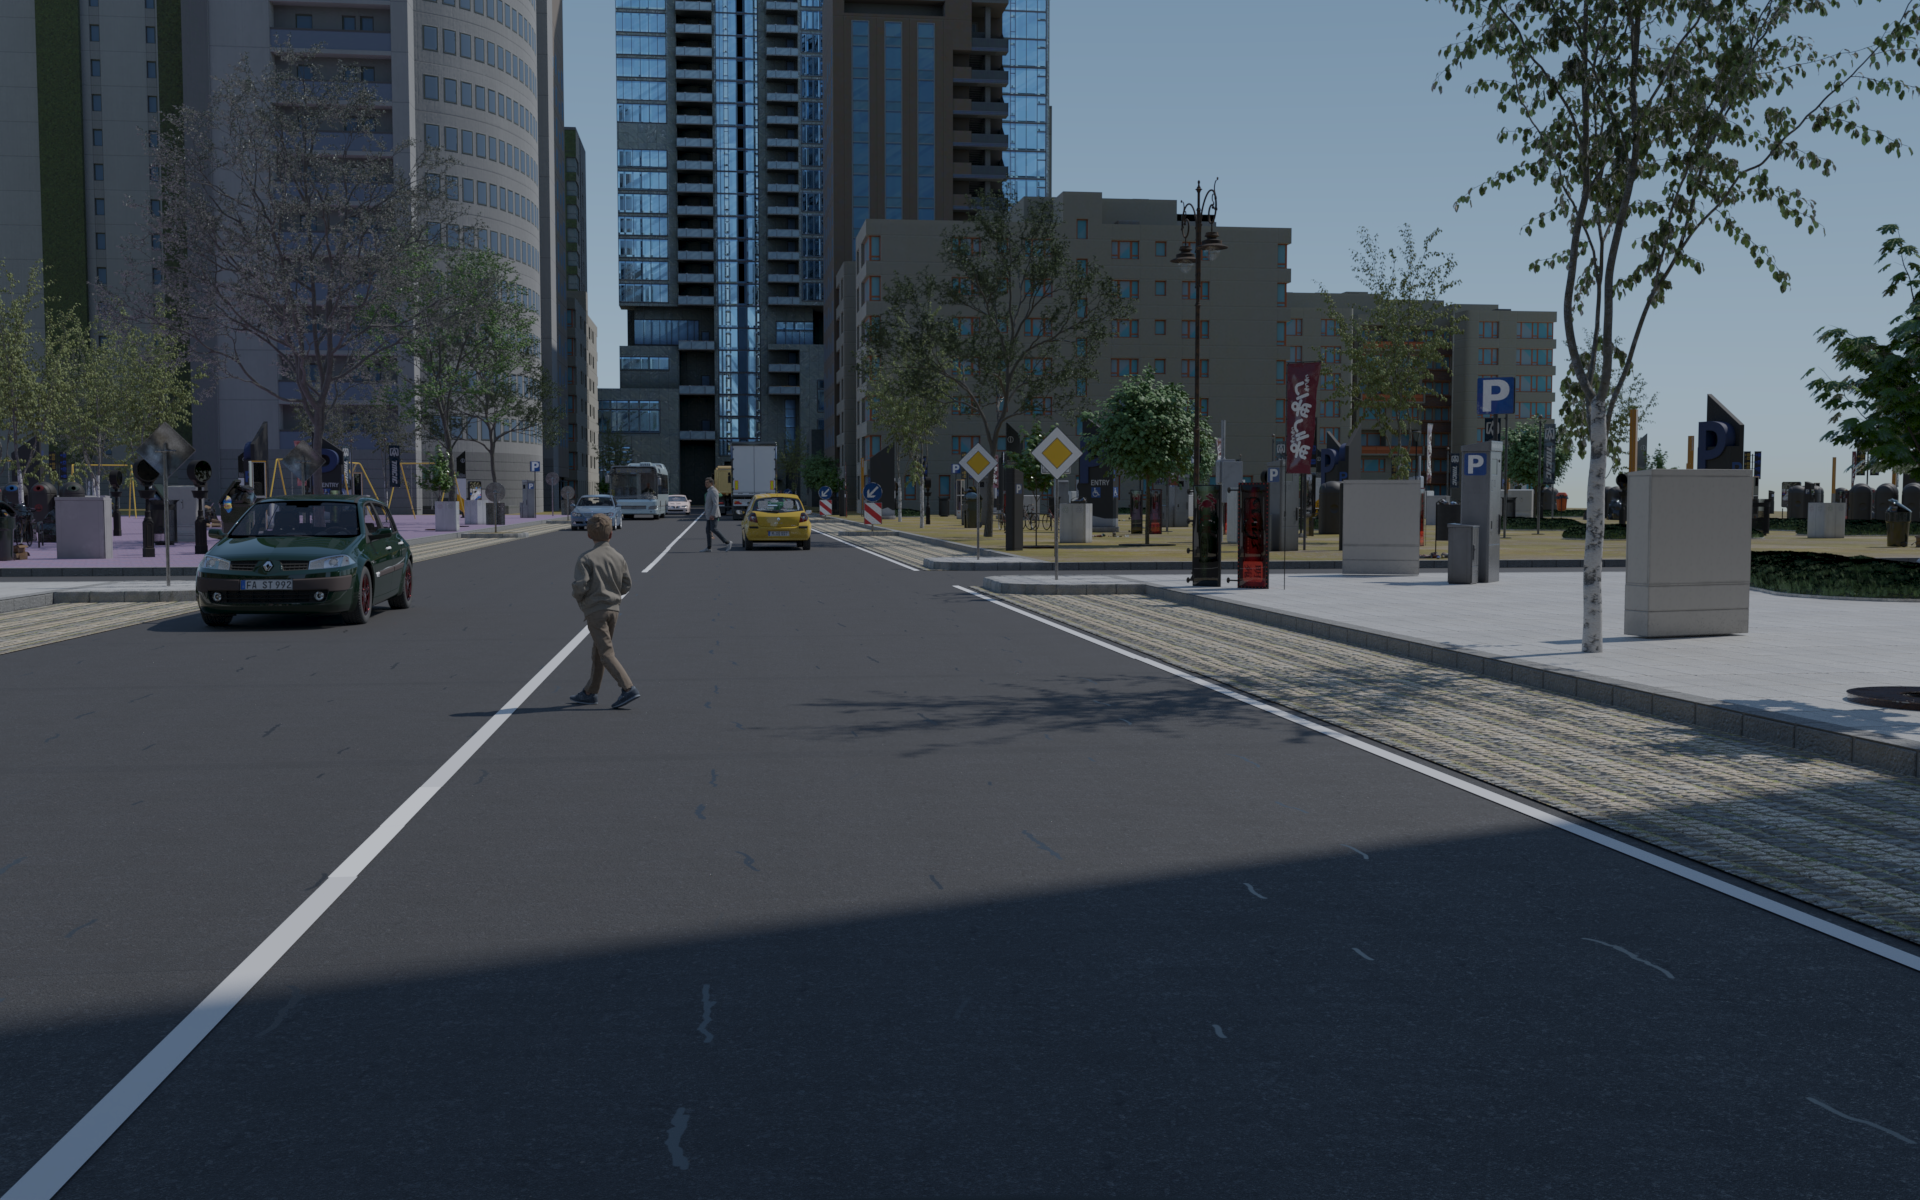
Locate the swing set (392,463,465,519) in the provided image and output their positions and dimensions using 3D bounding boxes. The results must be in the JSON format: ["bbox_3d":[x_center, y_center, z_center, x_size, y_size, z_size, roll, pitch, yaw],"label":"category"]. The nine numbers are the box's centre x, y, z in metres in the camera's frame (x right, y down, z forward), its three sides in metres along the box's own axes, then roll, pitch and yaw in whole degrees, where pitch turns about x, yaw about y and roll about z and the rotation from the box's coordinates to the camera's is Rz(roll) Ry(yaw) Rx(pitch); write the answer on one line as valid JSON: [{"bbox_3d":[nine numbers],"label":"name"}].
[{"bbox_3d":[-26.877,-5.453,86.776,3.119,2.851,2.862,1,4,12],"label":"swing set"}]

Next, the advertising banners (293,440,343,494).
[{"bbox_3d":[-21.189,-3.732,57.209,0.090,3.025,2.074,2,4,25],"label":"advertising banners"}]

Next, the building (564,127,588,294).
[{"bbox_3d":[-49.430,-31.288,195.161,14.086,41.232,14.154,0,4,-8],"label":"building"}]

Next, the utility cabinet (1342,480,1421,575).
[{"bbox_3d":[6.642,-1.139,27.305,1.173,1.500,0.318,1,4,15],"label":"utility cabinet"}]

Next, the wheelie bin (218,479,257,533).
[{"bbox_3d":[-15.618,-1.808,37.476,0.693,1.594,0.980,-1,4,-12],"label":"wheelie bin"}]

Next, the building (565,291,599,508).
[{"bbox_3d":[-49.982,-19.515,164.113,28.899,21.520,27.650,0,4,-8],"label":"building"}]

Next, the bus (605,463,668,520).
[{"bbox_3d":[-18.380,-6.404,99.563,2.948,3.499,13.247,0,4,-7],"label":"bus"}]

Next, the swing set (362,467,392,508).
[{"bbox_3d":[-29.918,-5.357,85.212,2.862,2.851,3.119,0,4,-5],"label":"swing set"}]

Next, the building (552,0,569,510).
[{"bbox_3d":[-39.584,-29.975,140.194,14.600,45.320,14.200,0,4,-8],"label":"building"}]

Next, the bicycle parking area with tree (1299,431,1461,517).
[{"bbox_3d":[19.688,-5.768,81.304,9.016,4.147,8.231,0,4,-8],"label":"bicycle parking area with tree"}]

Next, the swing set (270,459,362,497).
[{"bbox_3d":[-28.728,-4.845,76.830,3.119,2.851,2.862,0,4,1],"label":"swing set"}]

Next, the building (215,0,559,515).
[{"bbox_3d":[-39.747,-35.228,117.983,21.231,58.520,28.212,0,4,-8],"label":"building"}]

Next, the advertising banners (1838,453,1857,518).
[{"bbox_3d":[36.418,-4.582,71.101,0.090,3.025,2.074,1,4,11],"label":"advertising banners"}]

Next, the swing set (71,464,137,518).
[{"bbox_3d":[-45.494,-5.784,92.184,3.119,2.851,2.862,-2,4,-32],"label":"swing set"}]

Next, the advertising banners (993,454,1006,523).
[{"bbox_3d":[2.039,-4.937,76.913,0.090,3.025,2.074,3,5,42],"label":"advertising banners"}]

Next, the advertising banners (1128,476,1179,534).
[{"bbox_3d":[6.227,-3.613,55.258,2.074,3.025,0.090,3,5,43],"label":"advertising banners"}]

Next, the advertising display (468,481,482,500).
[{"bbox_3d":[-24.058,-4.934,85.878,0.123,1.923,0.974,1,4,19],"label":"advertising display"}]

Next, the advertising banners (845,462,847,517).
[{"bbox_3d":[-6.233,-6.030,94.774,0.090,3.025,2.074,0,4,-2],"label":"advertising banners"}]

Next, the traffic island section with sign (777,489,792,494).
[{"bbox_3d":[-13.621,-7.776,135.771,1.989,1.847,2.006,0,4,-8],"label":"traffic island section with sign"}]

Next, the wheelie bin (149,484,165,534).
[{"bbox_3d":[-25.923,-2.941,55.987,0.693,1.594,0.980,0,4,-1],"label":"wheelie bin"}]

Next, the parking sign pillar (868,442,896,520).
[{"bbox_3d":[-3.990,-6.079,87.856,1.447,3.967,1.447,-1,4,-21],"label":"parking sign pillar"}]

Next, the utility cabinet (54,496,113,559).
[{"bbox_3d":[-17.424,-1.425,34.462,1.020,1.237,0.306,0,4,5],"label":"utility cabinet"}]

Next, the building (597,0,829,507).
[{"bbox_3d":[-27.711,-54.351,201.315,31.000,86.520,22.319,0,4,-8],"label":"building"}]

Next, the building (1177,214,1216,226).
[{"bbox_3d":[17.913,-24.959,179.788,14.107,30.474,14.160,0,4,-8],"label":"building"}]

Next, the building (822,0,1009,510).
[{"bbox_3d":[-4.109,-30.255,144.772,14.600,45.320,14.200,0,4,-8],"label":"building"}]

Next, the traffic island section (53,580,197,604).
[{"bbox_3d":[-11.066,-0.115,24.168,2.009,0.180,2.903,0,4,-8],"label":"traffic island section"}]

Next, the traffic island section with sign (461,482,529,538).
[{"bbox_3d":[-15.246,-2.951,56.883,1.989,1.847,2.006,0,4,-8],"label":"traffic island section with sign"}]

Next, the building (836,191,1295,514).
[{"bbox_3d":[5.849,-17.132,125.151,27.650,21.520,28.899,0,4,-8],"label":"building"}]

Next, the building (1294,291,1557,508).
[{"bbox_3d":[40.207,-20.227,175.758,28.899,21.520,27.650,0,4,-8],"label":"building"}]

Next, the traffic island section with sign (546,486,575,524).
[{"bbox_3d":[-18.905,-4.590,83.676,1.989,1.847,2.006,0,4,-8],"label":"traffic island section with sign"}]

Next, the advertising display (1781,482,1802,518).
[{"bbox_3d":[42.958,-5.156,89.517,0.123,1.923,0.974,-3,5,-39],"label":"advertising display"}]

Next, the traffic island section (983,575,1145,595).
[{"bbox_3d":[1.459,-0.220,25.877,2.009,0.180,2.903,0,4,-8],"label":"traffic island section"}]

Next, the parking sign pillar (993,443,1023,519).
[{"bbox_3d":[2.543,-6.118,88.508,1.447,3.967,1.447,-1,4,-17],"label":"parking sign pillar"}]

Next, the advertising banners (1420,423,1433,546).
[{"bbox_3d":[11.302,-2.828,42.426,0.090,3.025,2.074,2,4,29],"label":"advertising banners"}]

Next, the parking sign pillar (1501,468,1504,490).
[{"bbox_3d":[30.223,-6.723,98.386,1.447,3.967,1.447,2,4,35],"label":"parking sign pillar"}]

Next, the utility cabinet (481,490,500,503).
[{"bbox_3d":[-27.120,-5.576,99.846,0.318,1.500,1.173,3,5,43],"label":"utility cabinet"}]

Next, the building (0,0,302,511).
[{"bbox_3d":[-79.616,-37.895,161.575,28.212,58.520,21.231,0,4,-8],"label":"building"}]

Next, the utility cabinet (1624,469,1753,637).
[{"bbox_3d":[6.558,-0.424,15.611,1.173,1.500,0.318,-1,4,-22],"label":"utility cabinet"}]

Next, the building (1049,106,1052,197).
[{"bbox_3d":[-1.460,-35.599,205.748,21.600,48.544,21.300,0,4,-8],"label":"building"}]

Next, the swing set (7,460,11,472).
[{"bbox_3d":[-44.315,-5.035,79.946,3.119,2.851,2.862,0,4,5],"label":"swing set"}]

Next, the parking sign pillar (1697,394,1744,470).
[{"bbox_3d":[20.175,-3.518,45.987,1.447,3.967,1.447,-1,4,-16],"label":"parking sign pillar"}]

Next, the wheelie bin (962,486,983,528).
[{"bbox_3d":[0.462,-3.505,65.216,0.693,1.594,0.980,-1,4,-19],"label":"wheelie bin"}]

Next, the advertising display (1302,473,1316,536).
[{"bbox_3d":[10.678,-2.922,52.982,0.123,1.923,0.974,0,4,-5],"label":"advertising display"}]

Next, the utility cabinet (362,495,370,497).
[{"bbox_3d":[-35.961,-5.689,104.177,1.020,1.237,0.306,2,4,26],"label":"utility cabinet"}]

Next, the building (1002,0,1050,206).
[{"bbox_3d":[-3.025,-52.220,166.470,22.319,86.520,31.000,0,4,-8],"label":"building"}]

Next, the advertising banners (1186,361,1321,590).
[{"bbox_3d":[3.960,-1.668,23.457,2.074,3.025,0.090,3,5,42],"label":"advertising banners"}]

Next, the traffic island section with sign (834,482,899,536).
[{"bbox_3d":[-3.180,-3.123,59.684,1.989,1.847,2.006,0,4,-8],"label":"traffic island section with sign"}]

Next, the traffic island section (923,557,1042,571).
[{"bbox_3d":[0.373,-0.704,33.788,2.009,0.180,2.903,0,4,-8],"label":"traffic island section"}]

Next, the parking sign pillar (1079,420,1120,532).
[{"bbox_3d":[4.683,-4.288,58.577,1.447,3.967,1.447,2,4,31],"label":"parking sign pillar"}]

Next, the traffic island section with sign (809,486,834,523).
[{"bbox_3d":[-6.861,-4.756,86.388,1.989,1.847,2.006,0,4,-8],"label":"traffic island section with sign"}]
